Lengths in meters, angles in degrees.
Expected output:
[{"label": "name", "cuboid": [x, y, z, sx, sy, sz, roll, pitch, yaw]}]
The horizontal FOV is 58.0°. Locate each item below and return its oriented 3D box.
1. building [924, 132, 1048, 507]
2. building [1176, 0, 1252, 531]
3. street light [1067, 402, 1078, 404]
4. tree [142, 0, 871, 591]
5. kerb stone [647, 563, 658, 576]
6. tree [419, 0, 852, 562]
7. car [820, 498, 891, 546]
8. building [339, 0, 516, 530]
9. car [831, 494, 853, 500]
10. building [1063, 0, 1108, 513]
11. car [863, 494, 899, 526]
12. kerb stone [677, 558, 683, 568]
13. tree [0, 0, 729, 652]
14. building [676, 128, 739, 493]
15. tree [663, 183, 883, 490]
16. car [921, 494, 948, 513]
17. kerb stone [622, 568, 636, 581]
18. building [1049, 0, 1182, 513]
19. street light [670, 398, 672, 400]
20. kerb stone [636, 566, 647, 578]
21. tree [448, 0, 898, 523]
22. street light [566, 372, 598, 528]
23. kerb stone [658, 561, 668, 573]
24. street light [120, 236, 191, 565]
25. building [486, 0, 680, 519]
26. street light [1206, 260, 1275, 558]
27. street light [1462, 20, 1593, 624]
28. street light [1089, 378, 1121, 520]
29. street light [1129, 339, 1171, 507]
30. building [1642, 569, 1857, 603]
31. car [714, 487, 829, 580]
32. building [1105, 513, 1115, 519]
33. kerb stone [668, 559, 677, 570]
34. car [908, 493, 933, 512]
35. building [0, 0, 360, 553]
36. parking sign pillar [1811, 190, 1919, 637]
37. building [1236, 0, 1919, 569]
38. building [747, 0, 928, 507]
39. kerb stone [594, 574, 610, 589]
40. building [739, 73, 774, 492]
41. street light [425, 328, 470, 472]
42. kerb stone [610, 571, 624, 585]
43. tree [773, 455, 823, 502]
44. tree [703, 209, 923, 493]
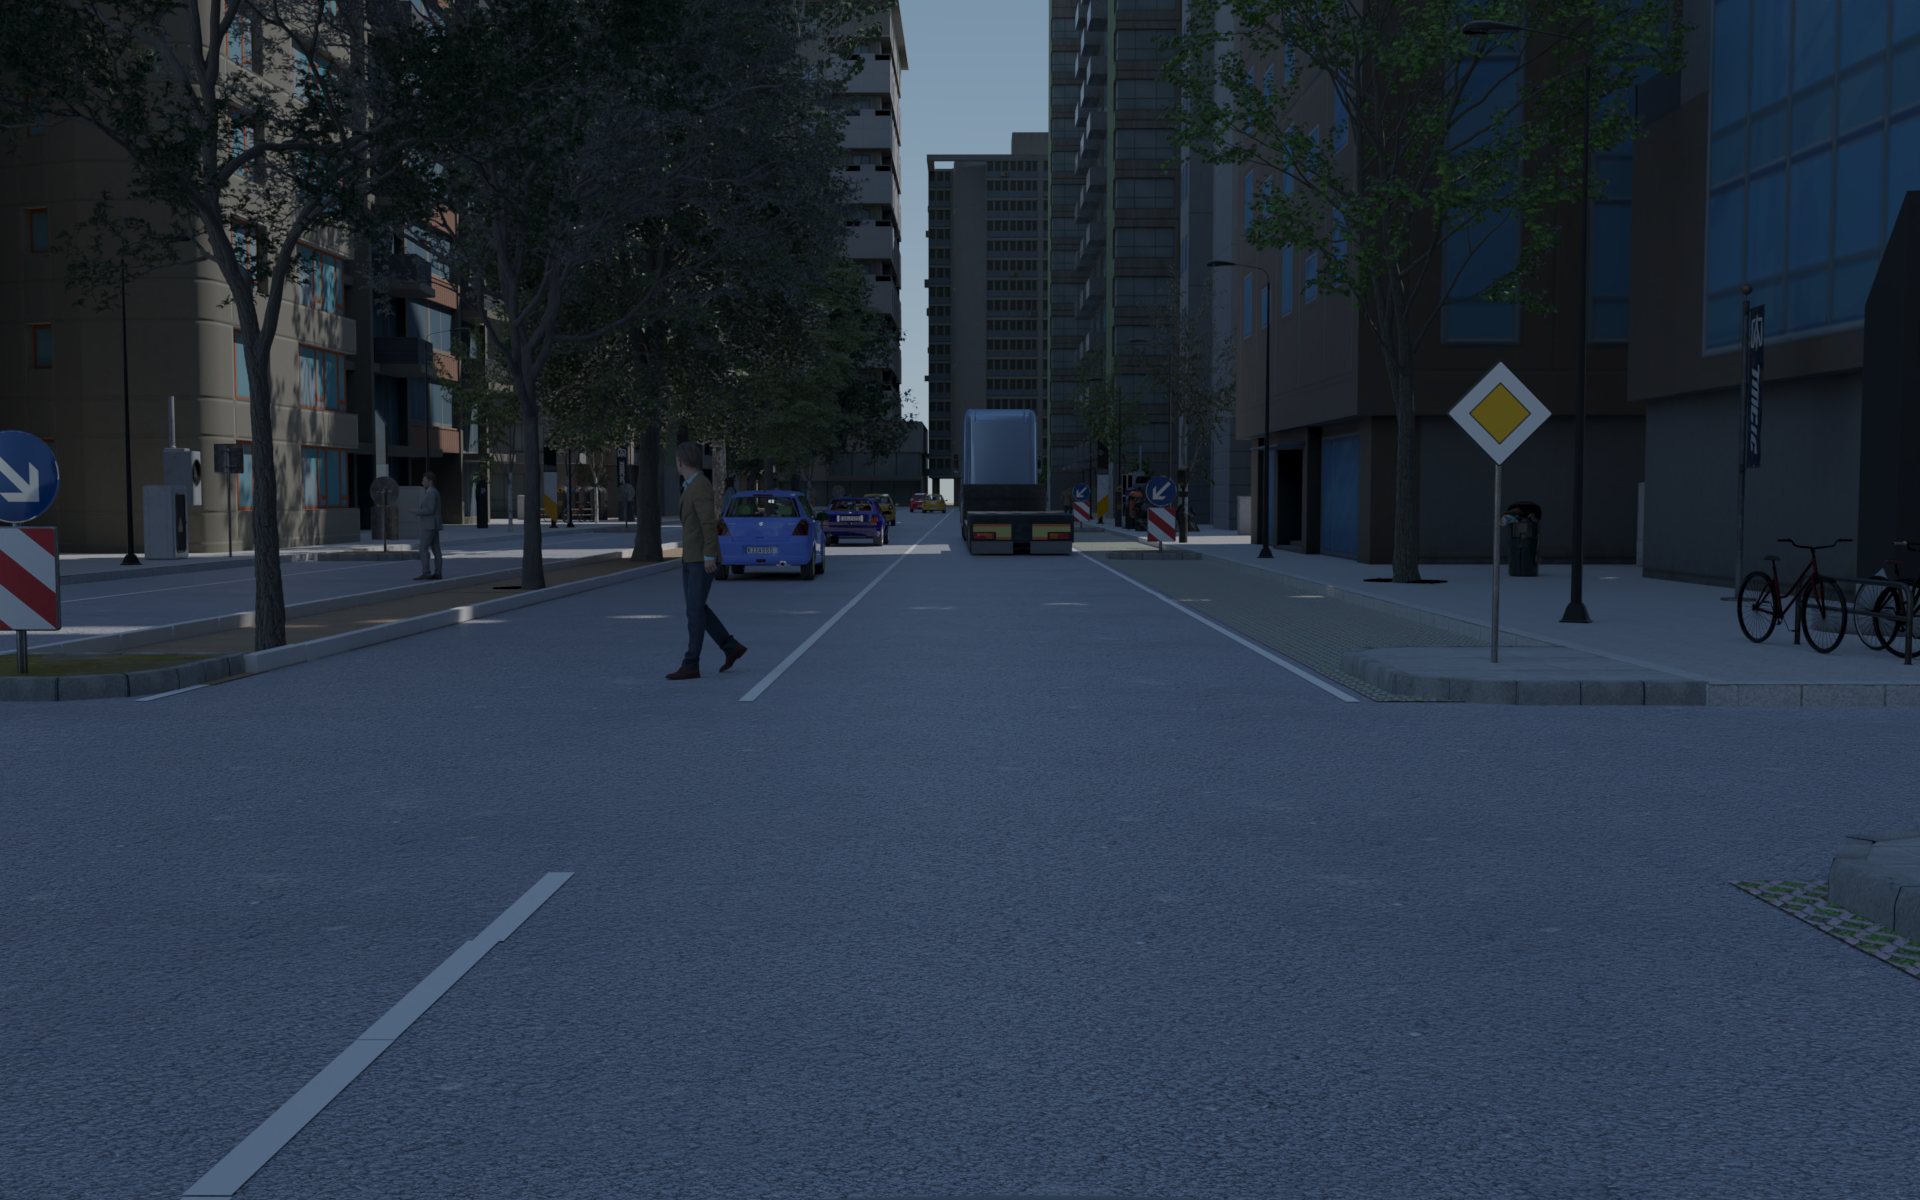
[{"label": "building", "cuboid": [8.249, -30.375, 188.508, 23.993, 40.220, 32.217, 0, 4, 0]}, {"label": "building", "cuboid": [20.039, -32.482, 73.082, 21.231, 58.520, 28.212, 0, 4, 0]}, {"label": "street light", "cuboid": [6.032, -7.005, 87.078, 1.470, 5.913, 1.316, 0, 4, 0]}, {"label": "tree", "cuboid": [-6.357, -6.884, 25.374, 12.009, 13.543, 11.850, 0, 3, 0]}, {"label": "kerb stone", "cuboid": [-5.550, -0.520, 30.695, 0.120, 0.150, 1.000, 0, 4, 0]}, {"label": "tree", "cuboid": [-6.630, -7.784, 36.374, 9.857, 13.997, 8.962, 0, 3, 0]}, {"label": "car", "cuboid": [-2.934, -2.213, 48.767, 1.945, 1.354, 3.894, 0, 4, 1]}, {"label": "building", "cuboid": [-30.611, -25.258, 67.588, 22.147, 44.769, 28.867, 0, 4, 0]}, {"label": "car", "cuboid": [-9.253, -7.857, 138.253, 2.009, 1.686, 4.222, 0, 3, 0]}, {"label": "building", "cuboid": [19.423, -30.496, 118.212, 23.786, 49.044, 30.456, 0, 4, 0]}, {"label": "car", "cuboid": [-3.794, -4.224, 79.290, 2.015, 1.641, 3.980, 0, 4, -1]}, {"label": "kerb stone", "cuboid": [-5.532, -0.708, 33.765, 0.120, 0.150, 1.000, 0, 4, 0]}, {"label": "tree", "cuboid": [-6.159, -4.814, 15.575, 8.767, 10.594, 7.601, 0, 4, 0]}, {"label": "building", "cuboid": [-22.068, -20.686, 109.916, 14.160, 30.474, 14.107, 0, 4, 0]}, {"label": "tree", "cuboid": [-6.488, -8.396, 57.858, 7.486, 12.596, 7.792, 0, 3, 0]}, {"label": "car", "cuboid": [-1.935, -7.337, 130.184, 2.015, 1.641, 3.980, 0, 4, 2]}, {"label": "kerb stone", "cuboid": [-5.566, -0.392, 28.646, 0.120, 0.150, 1.000, 0, 4, 0]}, {"label": "building", "cuboid": [14.090, -27.958, 140.713, 14.154, 41.232, 14.086, 0, 4, 0]}, {"label": "street light", "cuboid": [-14.159, -6.787, 83.503, 1.470, 5.913, 1.316, 0, 4, 0]}, {"label": "kerb stone", "cuboid": [-5.552, -0.457, 29.670, 0.120, 0.150, 1.000, 0, 4, 0]}, {"label": "tree", "cuboid": [-7.762, -11.569, 47.505, 12.611, 20.169, 13.585, 0, 3, 0]}, {"label": "street light", "cuboid": [-14.363, -5.723, 66.109, 1.470, 5.913, 1.316, 0, 4, 0]}, {"label": "kerb stone", "cuboid": [-5.544, -0.582, 31.717, 0.120, 0.150, 1.000, 0, 4, 0]}, {"label": "street light", "cuboid": [-14.450, -3.584, 31.133, 1.470, 5.913, 1.316, 0, 4, 0]}, {"label": "building", "cuboid": [-23.810, -25.194, 95.516, 14.154, 41.232, 14.086, 0, 4, 0]}, {"label": "street light", "cuboid": [5.591, -3.794, 34.566, 1.470, 5.913, 1.316, 0, 4, 0]}, {"label": "street light", "cuboid": [5.625, -2.730, 17.170, 1.470, 5.913, 1.316, 0, 4, 0]}, {"label": "street light", "cuboid": [5.855, -5.921, 69.355, 1.470, 5.913, 1.316, 0, 4, 0]}, {"label": "street light", "cuboid": [5.749, -4.857, 51.960, 1.470, 5.913, 1.316, 0, 4, 0]}, {"label": "building", "cuboid": [17.172, -22.512, 18.182, 14.200, 45.320, 14.600, 0, 4, 0]}, {"label": "car", "cuboid": [-3.264, -1.251, 30.047, 1.945, 1.707, 3.694, 0, 4, -1]}, {"label": "building", "cuboid": [15.057, -25.232, 96.143, 14.154, 41.232, 14.086, 0, 4, 0]}, {"label": "kerb stone", "cuboid": [-5.540, -0.642, 32.743, 0.120, 0.150, 1.000, 0, 4, 0]}, {"label": "car", "cuboid": [-3.018, -7.786, 136.348, 2.155, 1.783, 4.494, 0, 4, 0]}, {"label": "building", "cuboid": [-30.004, -11.403, 31.479, 27.650, 21.520, 28.899, 0, 4, 0]}, {"label": "parking sign pillar", "cuboid": [8.756, -1.688, 16.068, 1.447, 3.967, 1.447, 1, 4, 14]}, {"label": "building", "cuboid": [14.038, -23.648, 36.755, 14.600, 45.320, 14.200, 0, 4, 0]}, {"label": "building", "cuboid": [-17.513, -36.453, 185.251, 27.495, 52.752, 28.713, 0, 4, 0]}, {"label": "kerb stone", "cuboid": [-5.582, -0.265, 26.595, 0.120, 0.150, 1.000, 0, 4, 0]}, {"label": "building", "cuboid": [-28.380, -27.871, 147.573, 23.993, 40.220, 32.217, 0, 4, 0]}, {"label": "street light", "cuboid": [-14.383, -4.648, 48.528, 1.470, 5.913, 1.316, 0, 4, 0]}, {"label": "kerb stone", "cuboid": [-5.566, -0.324, 27.621, 0.120, 0.150, 1.000, 0, 4, 0]}, {"label": "tree", "cuboid": [-6.567, -7.472, 74.993, 4.360, 8.622, 3.978, 0, 3, 0]}, {"label": "tree", "cuboid": [-6.321, -8.992, 66.485, 9.611, 12.733, 9.660, 0, 3, 0]}]
